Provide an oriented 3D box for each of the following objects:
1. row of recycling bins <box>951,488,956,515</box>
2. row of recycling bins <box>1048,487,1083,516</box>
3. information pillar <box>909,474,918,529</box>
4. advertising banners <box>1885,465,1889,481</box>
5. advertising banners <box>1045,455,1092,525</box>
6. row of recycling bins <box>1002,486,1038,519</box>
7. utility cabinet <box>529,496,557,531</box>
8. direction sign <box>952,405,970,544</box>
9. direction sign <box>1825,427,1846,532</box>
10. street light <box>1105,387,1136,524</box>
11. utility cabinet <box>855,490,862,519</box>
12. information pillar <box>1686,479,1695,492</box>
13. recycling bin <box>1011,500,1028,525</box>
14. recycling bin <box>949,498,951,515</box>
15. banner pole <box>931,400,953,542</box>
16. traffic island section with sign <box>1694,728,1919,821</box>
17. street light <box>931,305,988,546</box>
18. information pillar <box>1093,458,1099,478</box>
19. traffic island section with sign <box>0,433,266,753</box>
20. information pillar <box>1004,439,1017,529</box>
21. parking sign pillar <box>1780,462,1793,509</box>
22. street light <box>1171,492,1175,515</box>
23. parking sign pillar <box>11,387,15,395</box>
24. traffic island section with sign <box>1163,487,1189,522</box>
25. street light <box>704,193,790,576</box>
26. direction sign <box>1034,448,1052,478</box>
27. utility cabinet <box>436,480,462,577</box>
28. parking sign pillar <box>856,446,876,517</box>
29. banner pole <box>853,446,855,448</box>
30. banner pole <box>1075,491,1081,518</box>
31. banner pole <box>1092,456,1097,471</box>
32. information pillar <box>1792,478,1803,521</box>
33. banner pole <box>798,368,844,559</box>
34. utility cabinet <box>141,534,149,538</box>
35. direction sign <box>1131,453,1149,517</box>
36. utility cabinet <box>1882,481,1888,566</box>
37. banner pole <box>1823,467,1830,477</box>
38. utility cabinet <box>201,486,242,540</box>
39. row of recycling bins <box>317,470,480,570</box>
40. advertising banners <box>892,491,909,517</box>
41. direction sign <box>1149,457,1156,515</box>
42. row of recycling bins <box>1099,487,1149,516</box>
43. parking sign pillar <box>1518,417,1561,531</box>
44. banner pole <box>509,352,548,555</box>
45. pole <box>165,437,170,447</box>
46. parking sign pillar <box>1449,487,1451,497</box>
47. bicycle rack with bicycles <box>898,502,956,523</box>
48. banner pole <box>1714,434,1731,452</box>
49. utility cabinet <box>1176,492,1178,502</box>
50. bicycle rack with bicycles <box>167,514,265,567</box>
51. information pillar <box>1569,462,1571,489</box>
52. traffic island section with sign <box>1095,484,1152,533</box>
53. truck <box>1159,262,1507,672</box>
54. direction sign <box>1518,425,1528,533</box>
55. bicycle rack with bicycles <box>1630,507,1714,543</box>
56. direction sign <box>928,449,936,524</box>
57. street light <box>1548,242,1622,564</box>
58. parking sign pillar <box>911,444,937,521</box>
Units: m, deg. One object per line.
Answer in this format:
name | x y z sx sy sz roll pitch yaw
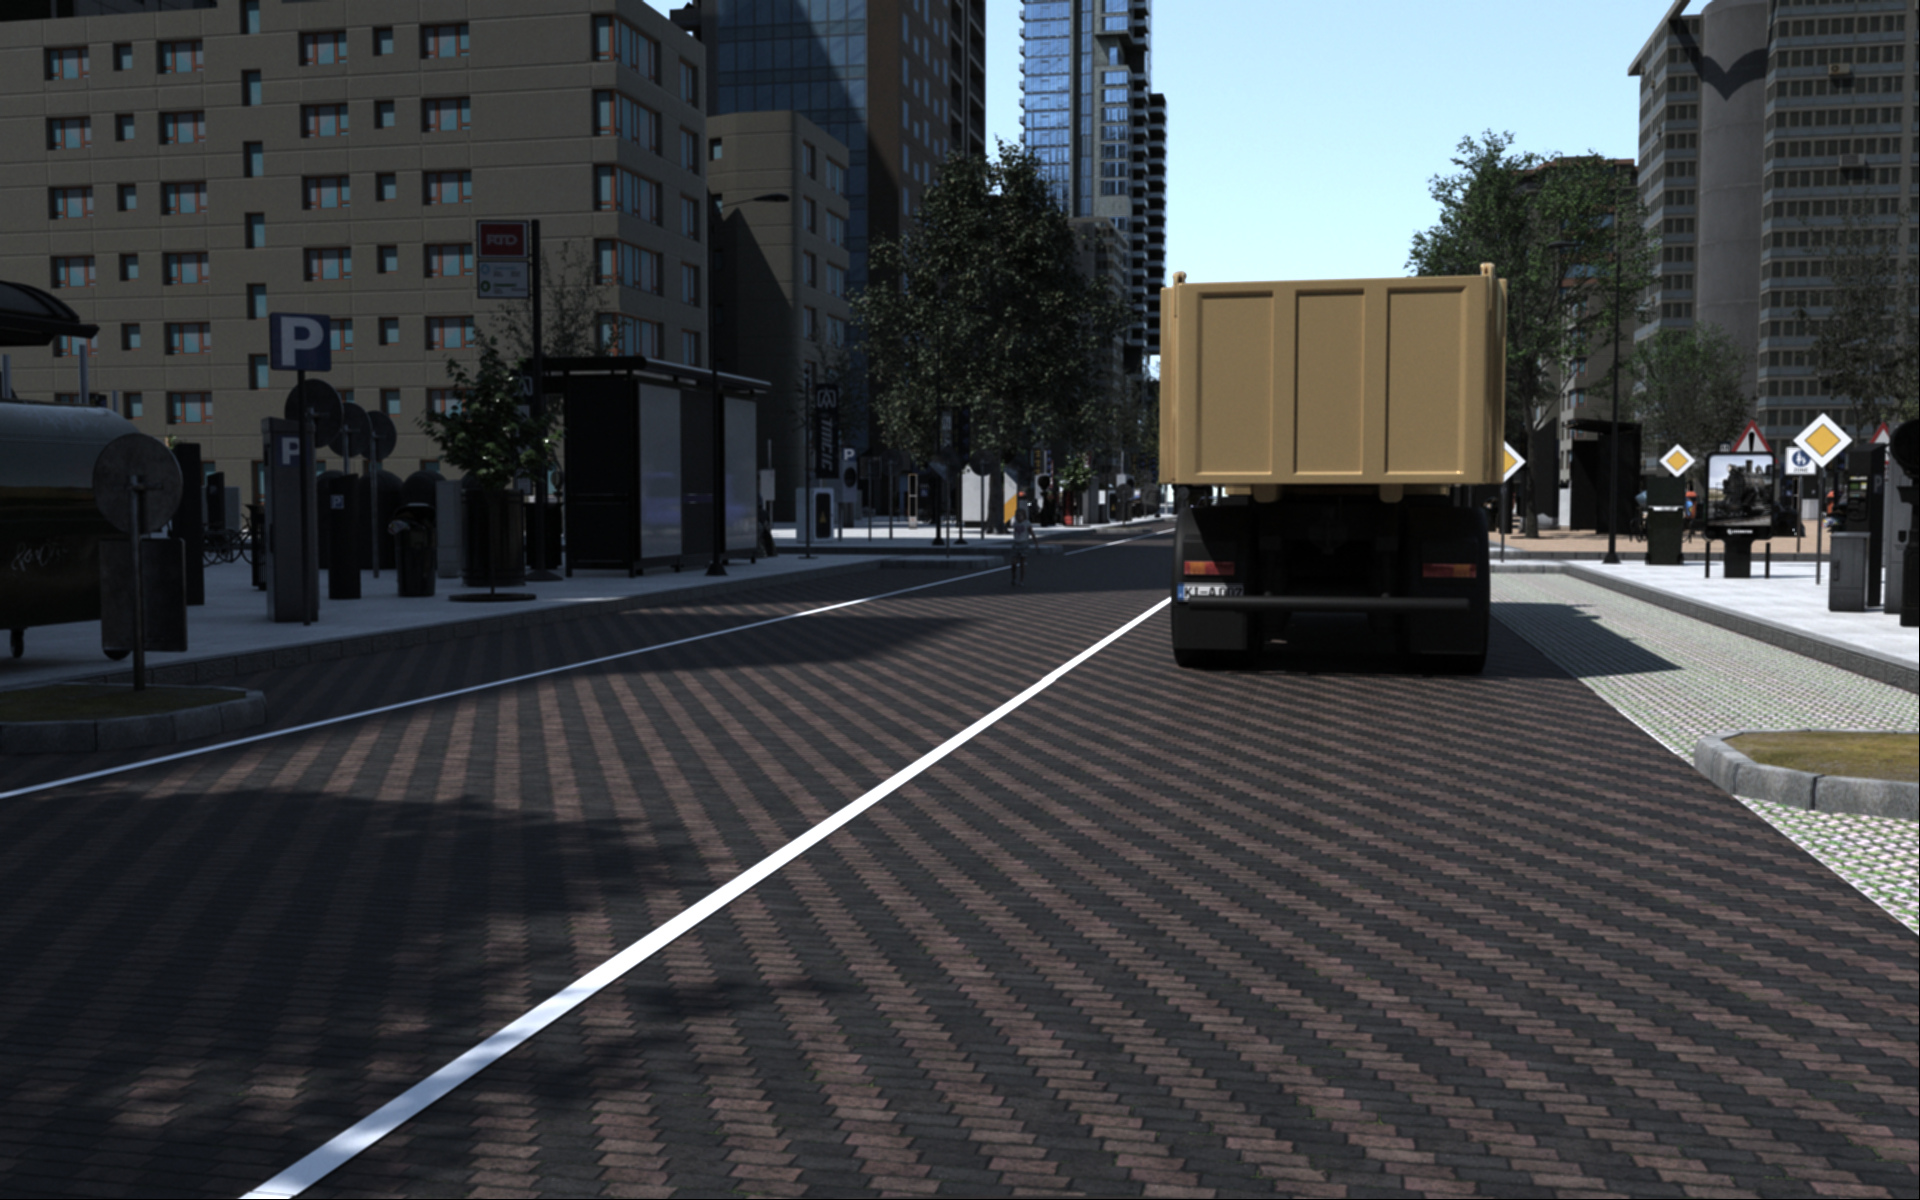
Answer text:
row of recycling bins | 1.101 -6.037 105.818 3.534 1.692 1.069 -1 4 -22
row of recycling bins | 5.749 -5.916 103.831 3.534 1.692 1.069 2 4 32
information pillar | -1.724 -3.629 63.818 0.304 2.012 0.304 0 4 5
advertising banners | 36.910 -4.538 70.377 0.090 3.025 2.074 -3 5 -40
advertising banners | 4.410 -4.573 70.949 2.074 3.025 0.090 1 4 15
row of recycling bins | 1.834 -4.709 84.105 3.534 1.692 1.069 0 4 -4
utility cabinet | -13.704 -2.808 57.067 0.306 1.237 1.020 2 4 35
direction sign | 0.020 -3.199 44.299 0.379 3.537 0.876 -2 4 -29
direction sign | 29.634 -4.079 58.687 0.876 3.537 0.379 -1 4 -22
street light | 6.899 -6.270 75.060 1.470 5.913 1.316 1 4 12
utility cabinet | -5.078 -4.793 87.039 0.318 1.500 1.173 0 4 -1
information pillar | 36.319 -4.994 86.150 0.304 2.012 0.304 0 4 6
recycling bin | 2.379 -3.655 72.313 0.722 1.027 0.722 -2 4 -29
recycling bin | -0.450 -5.843 108.085 0.722 1.027 0.722 0 4 4
banner pole | -0.443 -3.428 46.062 0.401 3.779 0.863 3 4 37
traffic island section with sign | 4.725 0.015 8.389 1.989 1.847 2.006 1 4 12
street light | -0.009 -4.304 42.907 1.470 5.913 1.316 1 4 12
information pillar | 8.809 -7.403 112.401 0.504 3.616 0.183 -2 4 -35
traffic island section with sign | -5.411 -0.118 10.555 1.989 1.847 2.006 1 4 12
information pillar | 1.864 -4.452 64.149 0.504 3.616 0.183 1 4 11
parking sign pillar | 50.671 -7.200 106.186 1.447 3.967 1.447 1 4 12
street light | 13.816 -8.229 107.084 1.470 5.913 1.316 1 4 12
parking sign pillar | -20.683 -3.000 37.521 1.447 3.967 1.447 3 5 43
traffic island section with sign | 11.767 -5.043 91.081 1.989 1.847 2.006 1 4 12
street light | -3.315 -3.332 27.015 1.470 5.913 1.316 1 4 12
direction sign | 4.039 -5.678 84.825 0.876 3.537 0.379 1 4 10
utility cabinet | -7.948 -1.118 26.951 0.318 1.500 1.173 -1 4 -11
parking sign pillar | -5.422 -6.634 96.943 1.447 3.967 1.447 1 4 12
banner pole | -5.141 -5.449 79.111 0.863 3.779 0.401 1 4 22
banner pole | 6.588 -6.421 95.000 0.401 3.779 0.863 2 4 33
banner pole | 8.881 -7.600 114.269 0.401 3.779 0.863 -1 4 -19
information pillar | 38.459 -4.590 79.544 0.304 2.012 0.304 -2 4 -31
banner pole | -2.800 -2.717 34.440 0.863 3.779 0.401 0 4 2
utility cabinet | -9.738 -0.547 20.099 0.306 1.237 1.020 0 4 -6
direction sign | 9.890 -6.376 96.252 0.876 3.537 0.379 -1 4 -17
utility cabinet | 16.321 -1.335 30.510 1.173 1.500 0.318 -3 4 -36
banner pole | 38.235 -5.287 76.466 0.863 3.779 0.401 -3 4 -38
utility cabinet | -20.325 -2.369 47.412 1.173 1.500 0.318 -1 4 -11
row of recycling bins | -9.464 -1.377 29.634 3.534 1.692 1.069 1 4 10
advertising banners | -2.987 -6.292 99.068 2.074 3.025 0.090 -1 4 -17
direction sign | 11.547 -6.955 105.706 0.876 3.537 0.379 -1 4 -21
row of recycling bins | 9.172 -5.705 100.394 3.534 1.692 1.069 0 4 0
parking sign pillar | 20.597 -4.465 61.481 1.447 3.967 1.447 -3 5 -39
banner pole | -7.568 -2.485 30.648 0.863 3.779 0.401 0 4 -1
pole | -28.285 -4.169 61.999 0.158 3.312 0.155 0 3 0
parking sign pillar | 29.676 -7.139 105.197 1.447 3.967 1.447 0 4 -2
bicycle rack with bicycles | -1.324 -3.946 77.900 2.925 0.926 2.852 -3 5 -40
banner pole | 31.766 -5.037 72.364 0.401 3.779 0.863 -3 5 -41
utility cabinet | 14.768 -6.485 114.712 1.173 1.500 0.318 -1 4 -15
bicycle rack with bicycles | -13.514 -1.075 30.957 2.852 0.926 2.925 2 4 35
information pillar | 37.076 -6.926 104.598 0.504 3.616 0.183 2 4 23
traffic island section with sign | 6.148 -3.430 64.715 1.989 1.847 2.006 1 4 12
truck | 3.828 -1.332 17.710 3.469 3.379 9.791 1 4 13
direction sign | 18.548 -3.967 56.859 0.379 3.537 0.876 3 5 43
bicycle rack with bicycles | 19.147 -2.030 46.567 2.925 0.926 2.852 -2 4 -33
direction sign | -1.166 -4.967 73.208 0.379 3.537 0.876 0 4 4
street light | 11.506 -3.632 31.922 1.470 5.913 1.316 1 4 12
parking sign pillar | -1.747 -5.839 83.938 1.447 3.967 1.447 0 4 -2
